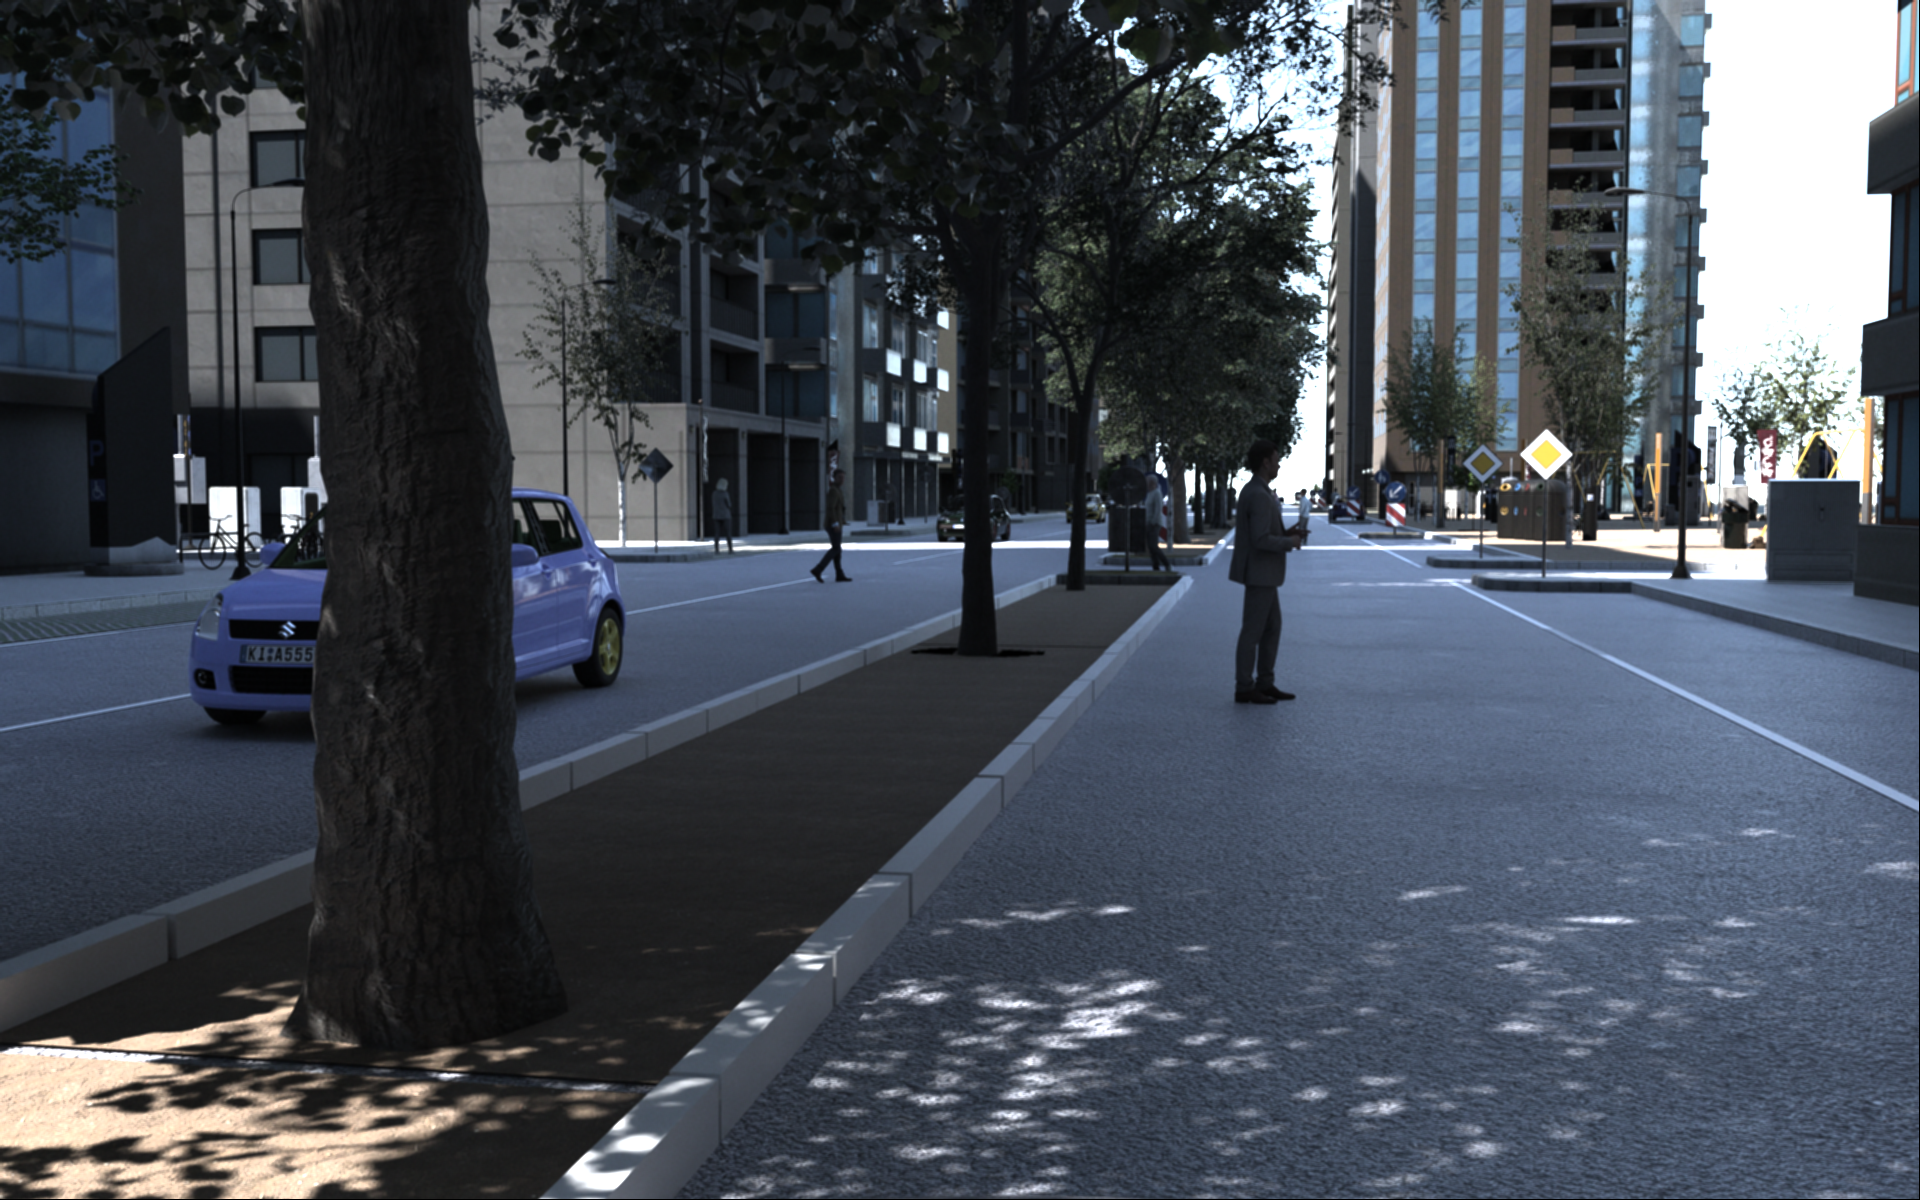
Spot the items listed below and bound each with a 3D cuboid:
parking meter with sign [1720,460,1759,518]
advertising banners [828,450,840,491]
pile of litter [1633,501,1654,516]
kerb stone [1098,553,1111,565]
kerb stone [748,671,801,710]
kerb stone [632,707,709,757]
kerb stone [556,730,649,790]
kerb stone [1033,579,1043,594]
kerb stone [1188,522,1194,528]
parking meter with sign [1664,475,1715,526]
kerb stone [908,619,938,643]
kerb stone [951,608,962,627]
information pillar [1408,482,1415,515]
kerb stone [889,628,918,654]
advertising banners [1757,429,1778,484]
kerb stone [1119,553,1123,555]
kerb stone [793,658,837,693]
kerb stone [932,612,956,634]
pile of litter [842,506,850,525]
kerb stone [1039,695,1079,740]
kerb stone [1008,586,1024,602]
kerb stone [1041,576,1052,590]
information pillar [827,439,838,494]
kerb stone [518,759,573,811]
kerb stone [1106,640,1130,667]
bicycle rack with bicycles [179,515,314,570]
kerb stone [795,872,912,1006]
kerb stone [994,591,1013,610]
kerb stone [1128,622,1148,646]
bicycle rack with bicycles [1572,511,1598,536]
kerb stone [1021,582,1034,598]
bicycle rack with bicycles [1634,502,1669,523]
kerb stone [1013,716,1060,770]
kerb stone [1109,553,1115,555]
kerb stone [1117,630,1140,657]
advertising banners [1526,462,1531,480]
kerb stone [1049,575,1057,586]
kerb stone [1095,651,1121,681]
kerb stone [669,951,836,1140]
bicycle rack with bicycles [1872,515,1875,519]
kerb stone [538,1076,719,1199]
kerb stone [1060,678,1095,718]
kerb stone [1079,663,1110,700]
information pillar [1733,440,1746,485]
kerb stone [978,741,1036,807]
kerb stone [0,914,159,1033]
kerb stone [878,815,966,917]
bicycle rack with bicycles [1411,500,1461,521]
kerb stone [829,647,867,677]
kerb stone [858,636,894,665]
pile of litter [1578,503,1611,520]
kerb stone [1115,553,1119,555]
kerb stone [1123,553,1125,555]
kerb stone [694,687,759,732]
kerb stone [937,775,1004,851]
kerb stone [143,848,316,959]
[{"bbox_3d":[40.267,-5.704,89.513,1.738,3.016,0.543,3,5,43],"label":"parking meter with sign"},{"bbox_3d":[-5.709,-4.455,69.032,2.074,3.025,0.090,-2,4,-28],"label":"advertising banners"},{"bbox_3d":[40.828,-5.424,102.642,1.176,0.858,1.719,-3,5,-43],"label":"pile of litter"},{"bbox_3d":[2.939,-0.819,35.589,0.120,0.150,1.000,1,4,10],"label":"kerb stone"},{"bbox_3d":[-1.300,0.633,11.848,0.120,0.150,1.000,1,4,10],"label":"kerb stone"},{"bbox_3d":[-1.655,0.756,9.832,0.120,0.150,1.000,1,4,10],"label":"kerb stone"},{"bbox_3d":[-1.833,0.821,8.823,0.120,0.150,1.000,1,4,10],"label":"kerb stone"},{"bbox_3d":[1.042,-0.167,24.976,0.120,0.150,1.000,1,4,10],"label":"kerb stone"},{"bbox_3d":[10.308,-3.347,76.966,0.120,0.150,1.000,1,4,10],"label":"kerb stone"},{"bbox_3d":[29.289,-4.486,69.607,1.738,3.016,0.543,1,4,13],"label":"parking meter with sign"},{"bbox_3d":[-0.391,0.324,16.892,0.120,0.150,1.000,1,4,10],"label":"kerb stone"},{"bbox_3d":[-0.034,0.201,18.909,0.120,0.150,1.000,1,4,10],"label":"kerb stone"},{"bbox_3d":[27.099,-6.083,103.947,0.304,2.012,0.304,0,4,7],"label":"information pillar"},{"bbox_3d":[-0.568,0.392,15.885,0.120,0.150,1.000,1,4,10],"label":"kerb stone"},{"bbox_3d":[22.317,-3.056,46.155,2.074,3.025,0.090,2,4,30],"label":"advertising banners"},{"bbox_3d":[3.478,-1.004,38.607,0.120,0.150,1.000,1,4,10],"label":"kerb stone"},{"bbox_3d":[-1.113,0.574,12.856,0.120,0.150,1.000,1,4,10],"label":"kerb stone"},{"bbox_3d":[-0.219,0.263,17.900,0.120,0.150,1.000,1,4,10],"label":"kerb stone"},{"bbox_3d":[-5.191,-3.554,72.067,1.176,0.858,1.719,-1,4,-15],"label":"pile of litter"},{"bbox_3d":[0.586,0.720,10.431,0.120,0.150,1.000,1,4,10],"label":"kerb stone"},{"bbox_3d":[0.684,-0.047,22.962,0.120,0.150,1.000,1,4,10],"label":"kerb stone"},{"bbox_3d":[1.215,-0.228,25.983,0.120,0.150,1.000,1,4,10],"label":"kerb stone"},{"bbox_3d":[-5.368,-5.006,73.210,0.504,3.616,0.183,1,4,15],"label":"information pillar"},{"bbox_3d":[-2.013,0.879,7.816,0.120,0.150,1.000,1,4,10],"label":"kerb stone"},{"bbox_3d":[1.302,0.473,14.474,0.120,0.150,1.000,1,4,10],"label":"kerb stone"},{"bbox_3d":[-11.842,-1.003,29.786,2.852,0.926,2.925,1,4,11],"label":"bicycle rack with bicycles"},{"bbox_3d":[-0.318,1.031,5.345,0.120,0.150,1.000,1,4,10],"label":"kerb stone"},{"bbox_3d":[0.508,0.015,21.952,0.120,0.150,1.000,1,4,10],"label":"kerb stone"},{"bbox_3d":[1.669,0.348,16.504,0.120,0.150,1.000,1,4,10],"label":"kerb stone"},{"bbox_3d":[18.213,-2.457,53.557,2.925,0.926,2.852,0,4,4],"label":"bicycle rack with bicycles"},{"bbox_3d":[0.864,-0.108,23.969,0.120,0.150,1.000,1,4,10],"label":"kerb stone"},{"bbox_3d":[32.077,-3.985,78.542,2.925,0.926,2.852,0,4,-6],"label":"bicycle rack with bicycles"},{"bbox_3d":[0.410,0.782,9.413,0.120,0.150,1.000,1,4,10],"label":"kerb stone"},{"bbox_3d":[3.116,-0.878,36.596,0.120,0.150,1.000,1,4,10],"label":"kerb stone"},{"bbox_3d":[1.486,0.410,15.492,0.120,0.150,1.000,1,4,10],"label":"kerb stone"},{"bbox_3d":[30.658,-5.830,91.509,2.074,3.025,0.090,3,4,37],"label":"advertising banners"},{"bbox_3d":[1.406,-0.293,26.987,0.120,0.150,1.000,1,4,10],"label":"kerb stone"},{"bbox_3d":[1.130,0.538,13.462,0.120,0.150,1.000,1,4,10],"label":"kerb stone"},{"bbox_3d":[-0.500,1.093,4.334,0.120,0.150,1.000,1,4,10],"label":"kerb stone"},{"bbox_3d":[31.333,-2.641,56.568,2.925,0.926,2.852,1,4,13],"label":"bicycle rack with bicycles"},{"bbox_3d":[-0.677,1.156,3.327,0.120,0.150,1.000,1,4,10],"label":"kerb stone"},{"bbox_3d":[0.766,0.658,11.438,0.120,0.150,1.000,1,4,10],"label":"kerb stone"},{"bbox_3d":[0.953,0.596,12.454,0.120,0.150,1.000,1,4,10],"label":"kerb stone"},{"bbox_3d":[33.675,-5.107,74.848,0.504,3.616,0.183,-1,4,-8],"label":"information pillar"},{"bbox_3d":[0.228,0.844,8.398,0.120,0.150,1.000,1,4,10],"label":"kerb stone"},{"bbox_3d":[-2.557,1.065,4.787,0.120,0.150,1.000,1,4,10],"label":"kerb stone"},{"bbox_3d":[-0.133,0.968,6.370,0.120,0.150,1.000,1,4,10],"label":"kerb stone"},{"bbox_3d":[23.047,-4.297,83.631,2.852,0.926,2.925,1,4,16],"label":"bicycle rack with bicycles"},{"bbox_3d":[-0.939,0.517,13.867,0.120,0.150,1.000,1,4,10],"label":"kerb stone"},{"bbox_3d":[-0.750,0.452,14.875,0.120,0.150,1.000,1,4,10],"label":"kerb stone"},{"bbox_3d":[31.067,-4.329,84.742,1.719,0.858,1.176,0,4,5],"label":"pile of litter"},{"bbox_3d":[3.284,-0.942,37.604,0.120,0.150,1.000,1,4,10],"label":"kerb stone"},{"bbox_3d":[3.651,-1.062,39.615,0.120,0.150,1.000,1,4,10],"label":"kerb stone"},{"bbox_3d":[-1.475,0.695,10.839,0.120,0.150,1.000,1,4,10],"label":"kerb stone"},{"bbox_3d":[0.042,0.912,7.377,0.120,0.150,1.000,1,4,10],"label":"kerb stone"},{"bbox_3d":[-2.366,1.004,5.798,0.120,0.150,1.000,1,4,10],"label":"kerb stone"}]
